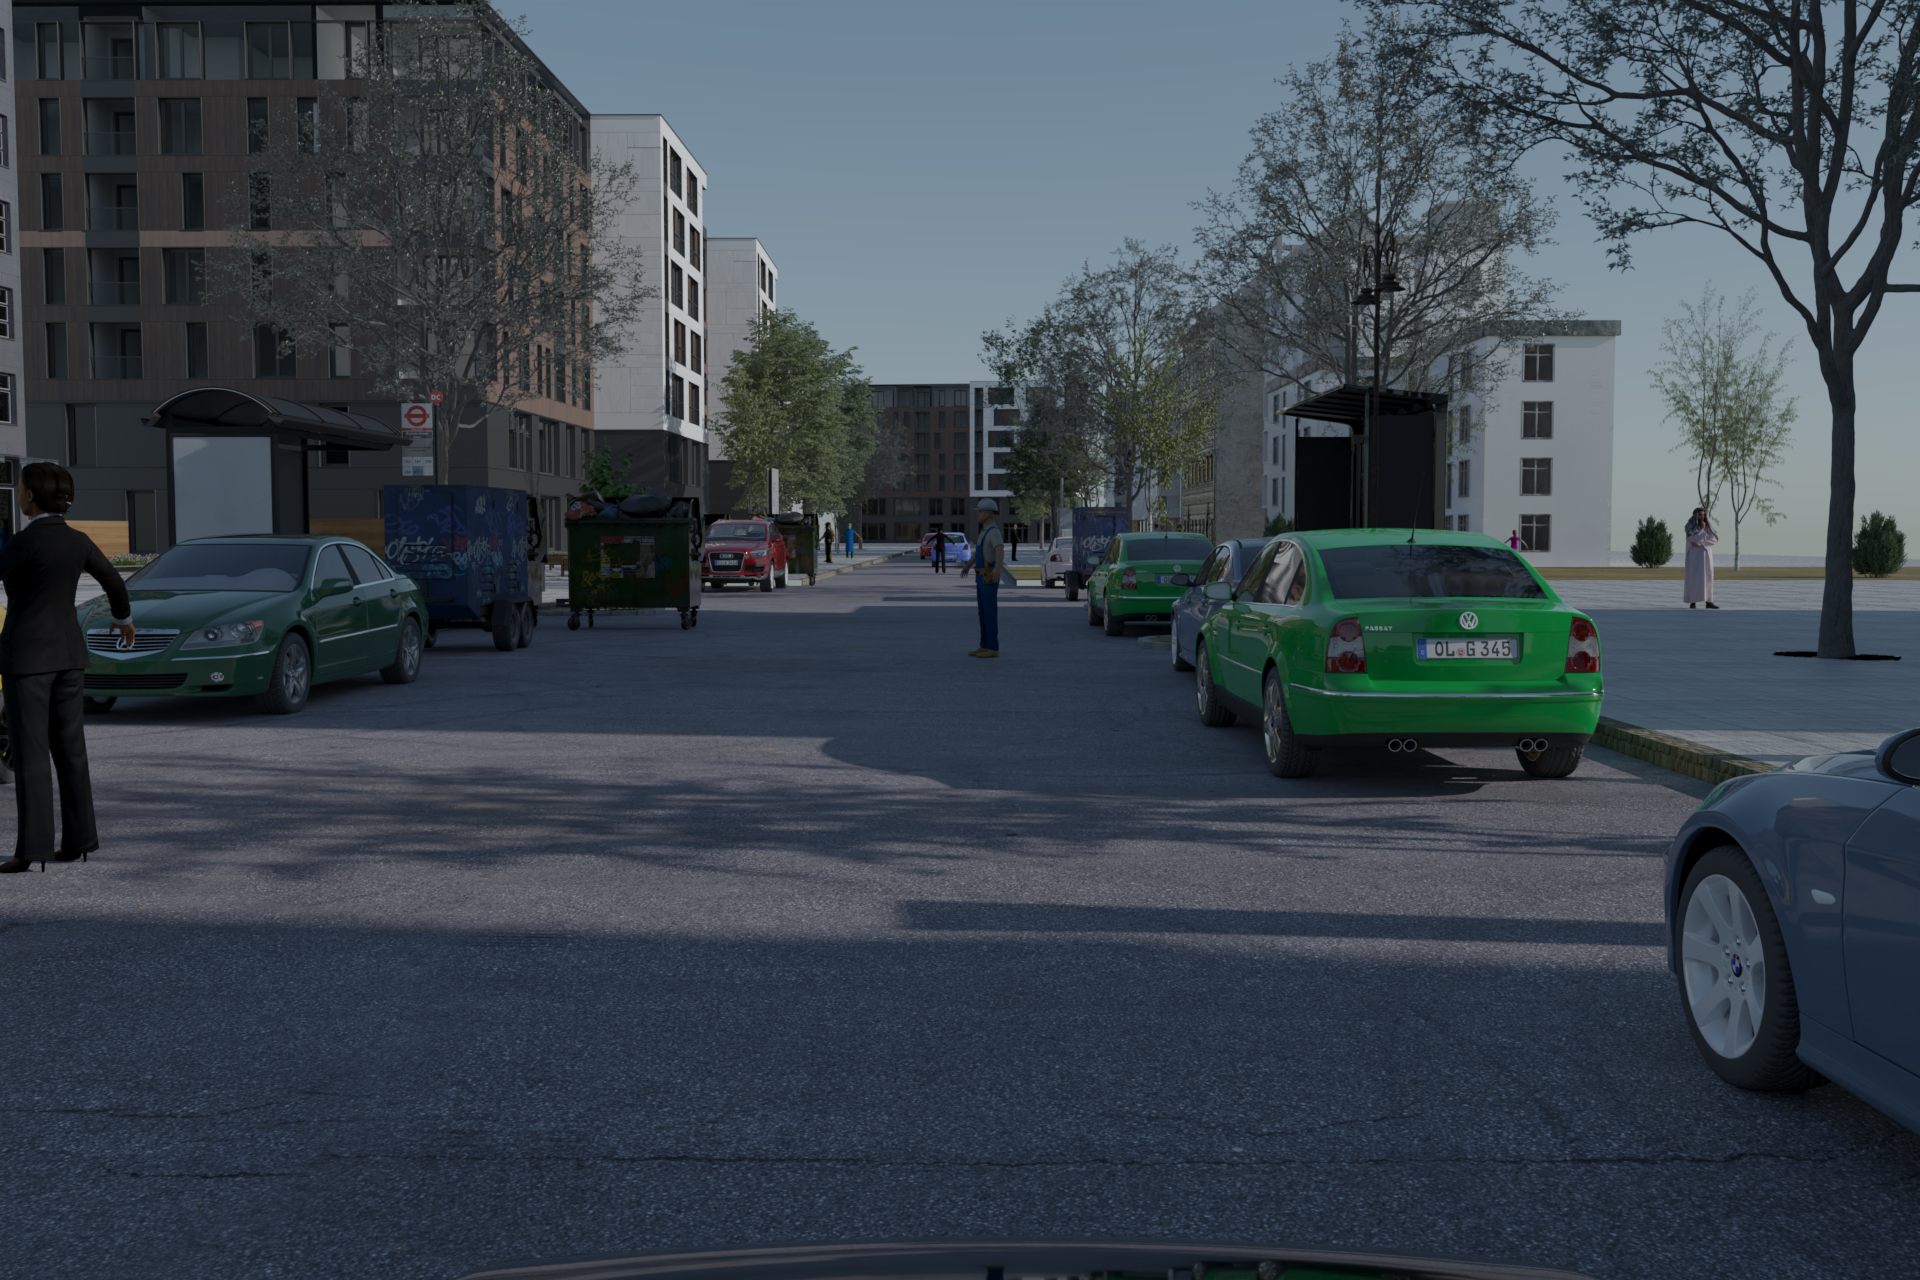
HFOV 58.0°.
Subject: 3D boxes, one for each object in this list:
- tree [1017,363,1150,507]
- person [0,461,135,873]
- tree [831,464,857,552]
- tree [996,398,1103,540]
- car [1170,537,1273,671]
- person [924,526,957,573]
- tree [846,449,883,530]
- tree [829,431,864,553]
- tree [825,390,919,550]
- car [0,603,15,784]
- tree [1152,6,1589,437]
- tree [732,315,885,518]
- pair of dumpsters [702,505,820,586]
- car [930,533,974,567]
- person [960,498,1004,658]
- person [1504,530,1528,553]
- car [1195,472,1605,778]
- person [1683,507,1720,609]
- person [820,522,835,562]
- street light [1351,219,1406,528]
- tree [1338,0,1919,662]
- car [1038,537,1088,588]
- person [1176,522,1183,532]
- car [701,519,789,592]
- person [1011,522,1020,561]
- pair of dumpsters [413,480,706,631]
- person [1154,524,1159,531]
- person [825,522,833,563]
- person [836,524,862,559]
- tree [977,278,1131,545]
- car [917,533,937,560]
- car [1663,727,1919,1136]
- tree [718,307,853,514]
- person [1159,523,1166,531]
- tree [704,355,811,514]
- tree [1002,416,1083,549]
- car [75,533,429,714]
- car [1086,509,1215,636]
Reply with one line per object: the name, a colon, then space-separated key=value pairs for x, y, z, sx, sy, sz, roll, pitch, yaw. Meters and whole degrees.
tree: x=6.624 y=-9.748 z=93.798 sx=7.601 sy=10.594 sz=8.767 roll=-1 pitch=4 yaw=-10
person: x=-3.990 y=0.106 z=7.441 sx=0.721 sy=1.740 sz=1.216 roll=1 pitch=4 yaw=16
tree: x=-8.706 y=-10.629 z=124.152 sx=4.360 sy=8.622 sz=3.978 roll=0 pitch=3 yaw=0
tree: x=5.976 y=-10.981 z=113.952 sx=7.601 sy=10.594 sz=8.767 roll=1 pitch=4 yaw=15
car: x=3.073 y=-0.281 z=16.596 sx=2.014 sy=1.417 sz=4.499 roll=0 pitch=4 yaw=1
person: x=-0.708 y=-3.298 z=63.100 sx=1.216 sy=1.740 sz=0.721 roll=0 pitch=4 yaw=3
tree: x=-8.549 y=-11.093 z=131.728 sx=4.360 sy=8.622 sz=3.978 roll=0 pitch=3 yaw=0
tree: x=-8.203 y=-10.097 z=115.452 sx=4.737 sy=8.622 sz=4.395 roll=0 pitch=3 yaw=0
tree: x=-8.295 y=-14.213 z=142.749 sx=12.009 sy=13.543 sz=11.850 roll=0 pitch=3 yaw=0
car: x=-6.261 y=0.100 z=8.585 sx=2.015 sy=1.641 sz=3.980 roll=0 pitch=3 yaw=0
tree: x=9.385 y=-7.948 z=40.322 sx=12.009 sy=13.543 sz=11.850 roll=0 pitch=3 yaw=0
tree: x=-8.855 y=-11.851 z=100.418 sx=9.857 sy=13.997 sz=8.962 roll=0 pitch=3 yaw=0
pair of dumpsters: x=-6.111 y=-2.625 z=47.871 sx=4.436 sy=2.255 sz=1.574 roll=0 pitch=4 yaw=0
car: x=-0.378 y=-4.054 z=75.874 sx=1.945 sy=1.707 sz=3.694 roll=0 pitch=4 yaw=1
person: x=0.293 y=-0.726 z=20.187 sx=0.705 sy=1.847 sz=1.347 roll=-1 pitch=4 yaw=-16
person: x=18.692 y=-3.011 z=58.489 sx=0.991 sy=1.433 sz=0.599 roll=0 pitch=4 yaw=1
car: x=2.697 y=-0.168 z=11.544 sx=1.959 sy=1.807 sz=4.718 roll=0 pitch=4 yaw=-1
person: x=12.709 y=-1.410 z=29.771 sx=0.551 sy=1.740 sz=0.621 roll=-1 pitch=4 yaw=-21
person: x=-6.077 y=-4.513 z=79.549 sx=0.705 sy=1.858 sz=1.354 roll=-2 pitch=4 yaw=-34
street light: x=6.214 y=-3.247 z=25.880 sx=0.468 sy=5.910 sz=1.993 roll=0 pitch=4 yaw=0
tree: x=8.994 y=-6.546 z=17.393 sx=12.009 sy=13.543 sz=11.850 roll=0 pitch=3 yaw=0
car: x=3.185 y=-2.138 z=47.325 sx=2.083 sy=1.381 sz=4.827 roll=0 pitch=4 yaw=0
person: x=10.105 y=-4.531 z=80.053 sx=0.705 sy=1.833 sz=1.349 roll=1 pitch=4 yaw=19
car: x=-5.612 y=-2.186 z=44.417 sx=2.281 sy=1.827 sz=5.304 roll=0 pitch=4 yaw=1
person: x=2.609 y=-4.679 z=82.440 sx=0.705 sy=1.837 sz=1.347 roll=-1 pitch=4 yaw=-12
pair of dumpsters: x=-6.123 y=-1.296 z=26.146 sx=4.436 sy=2.255 sz=1.574 roll=0 pitch=4 yaw=0
person: x=9.886 y=-4.983 z=87.658 sx=0.705 sy=1.806 sz=1.347 roll=-1 pitch=4 yaw=-11
person: x=-5.796 y=-4.320 z=76.826 sx=0.705 sy=1.806 sz=1.347 roll=0 pitch=4 yaw=1
person: x=-5.600 y=-4.992 z=87.746 sx=1.347 sy=1.817 sz=0.704 roll=0 pitch=4 yaw=4
tree: x=7.210 y=-16.766 z=130.018 sx=12.611 sy=20.169 sz=13.585 roll=0 pitch=3 yaw=0
car: x=-1.352 y=-5.491 z=98.826 sx=2.155 sy=1.783 sz=4.494 roll=0 pitch=3 yaw=0
car: x=2.864 y=0.549 z=3.021 sx=2.014 sy=1.417 sz=4.499 roll=0 pitch=4 yaw=-1
tree: x=-8.827 y=-10.330 z=87.024 sx=7.486 sy=12.596 sz=7.792 roll=0 pitch=3 yaw=0
person: x=8.621 y=-4.166 z=74.577 sx=0.721 sy=1.772 sz=1.216 roll=-2 pitch=4 yaw=-24
tree: x=-8.497 y=-7.457 z=72.281 sx=4.737 sy=8.622 sz=4.395 roll=0 pitch=3 yaw=0
tree: x=7.163 y=-13.962 z=146.402 sx=7.486 sy=12.596 sz=7.792 roll=0 pitch=3 yaw=0
car: x=-6.187 y=-0.213 z=15.284 sx=2.131 sy=1.459 sz=4.920 roll=0 pitch=4 yaw=1
car: x=2.906 y=-1.033 z=25.692 sx=1.959 sy=1.807 sz=4.718 roll=0 pitch=4 yaw=-1
